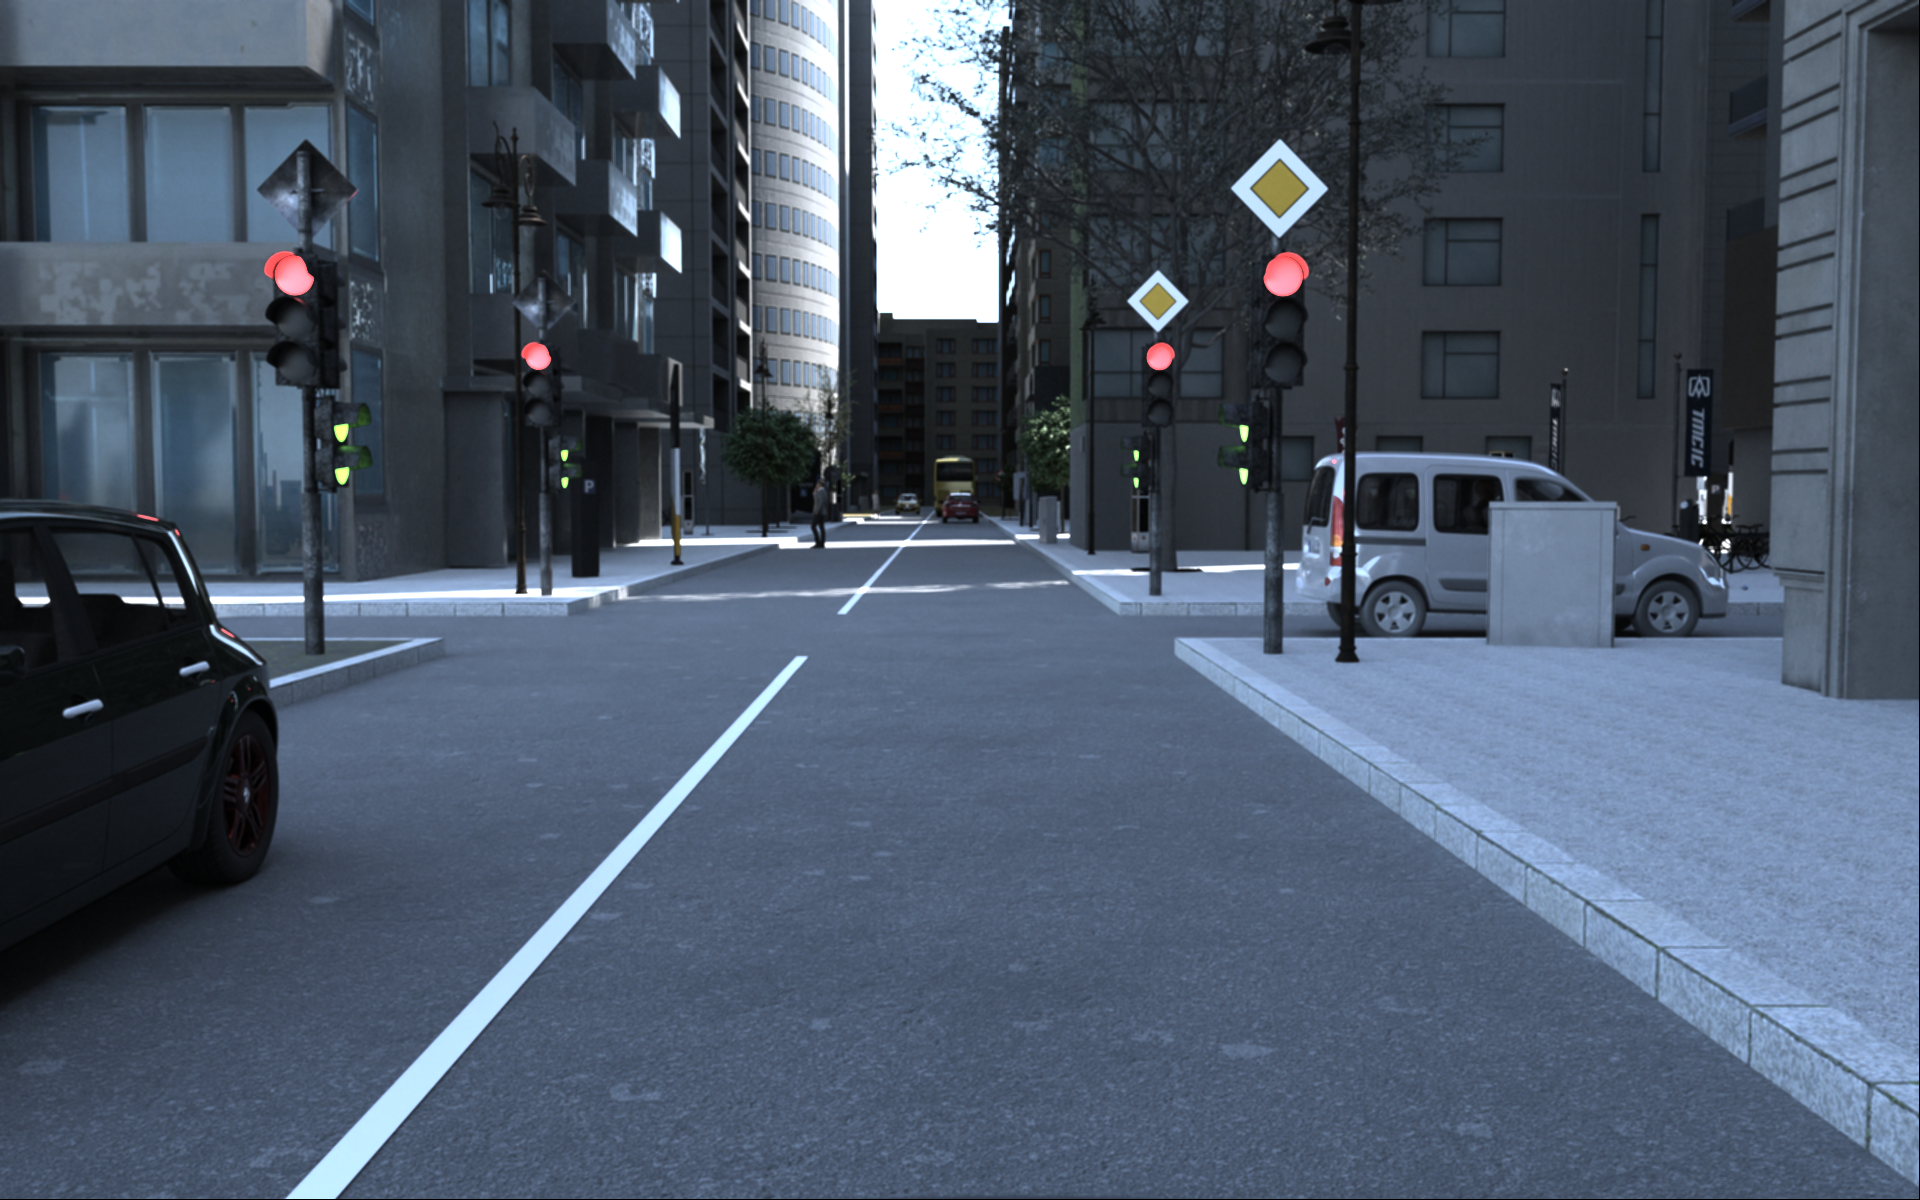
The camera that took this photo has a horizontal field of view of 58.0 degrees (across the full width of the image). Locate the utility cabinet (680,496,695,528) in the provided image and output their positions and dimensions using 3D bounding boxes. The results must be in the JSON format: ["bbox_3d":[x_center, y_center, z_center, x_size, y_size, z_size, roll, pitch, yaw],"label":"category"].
[{"bbox_3d":[-10.400,-3.311,65.295,0.306,1.237,1.020,1,4,23],"label":"utility cabinet"}]

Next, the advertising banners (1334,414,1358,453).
[{"bbox_3d":[9.219,-2.552,37.907,2.074,3.025,0.090,1,4,19],"label":"advertising banners"}]

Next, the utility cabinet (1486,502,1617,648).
[{"bbox_3d":[5.012,-0.215,14.684,1.020,1.237,0.306,1,4,19],"label":"utility cabinet"}]

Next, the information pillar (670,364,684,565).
[{"bbox_3d":[-5.165,-2.451,31.429,0.183,3.616,0.504,-1,4,-19],"label":"information pillar"}]

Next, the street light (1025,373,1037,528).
[{"bbox_3d":[2.707,-5.700,65.982,0.468,5.910,1.993,0,4,0],"label":"street light"}]

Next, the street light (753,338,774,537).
[{"bbox_3d":[-5.826,-4.810,51.426,0.468,5.910,1.993,0,4,0],"label":"street light"}]

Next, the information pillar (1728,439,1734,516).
[{"bbox_3d":[29.590,-4.577,66.195,0.183,3.616,0.504,-1,4,-20],"label":"information pillar"}]

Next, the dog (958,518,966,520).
[{"bbox_3d":[0.130,-4.638,96.030,0.550,0.427,0.748,1,4,9],"label":"dog"}]

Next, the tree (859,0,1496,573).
[{"bbox_3d":[3.498,-7.209,28.243,12.009,13.543,11.850,0,3,0],"label":"tree"}]

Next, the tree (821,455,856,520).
[{"bbox_3d":[-6.247,-5.636,86.745,1.663,3.219,1.824,0,3,0],"label":"tree"}]

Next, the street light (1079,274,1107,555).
[{"bbox_3d":[2.789,-3.900,36.557,0.468,5.910,1.993,0,4,0],"label":"street light"}]

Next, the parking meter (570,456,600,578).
[{"bbox_3d":[-5.781,-1.286,26.738,0.255,1.863,0.399,3,5,43],"label":"parking meter"}]

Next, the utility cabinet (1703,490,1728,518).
[{"bbox_3d":[40.299,-5.119,92.369,0.318,1.500,1.173,-3,4,-38],"label":"utility cabinet"}]

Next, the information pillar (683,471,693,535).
[{"bbox_3d":[-8.620,-3.083,54.905,0.304,2.012,0.304,-1,4,-9],"label":"information pillar"}]

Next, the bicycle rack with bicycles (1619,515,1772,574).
[{"bbox_3d":[13.000,-0.950,28.918,2.925,0.926,2.852,0,4,-5],"label":"bicycle rack with bicycles"}]

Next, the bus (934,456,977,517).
[{"bbox_3d":[-0.298,-7.336,111.494,2.896,3.916,12.252,0,4,0],"label":"bus"}]

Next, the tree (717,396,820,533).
[{"bbox_3d":[-6.485,-4.559,58.254,4.285,4.588,4.351,0,3,0],"label":"tree"}]

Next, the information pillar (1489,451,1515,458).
[{"bbox_3d":[9.291,-1.545,29.752,0.304,2.012,0.304,-2,4,-35],"label":"information pillar"}]

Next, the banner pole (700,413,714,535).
[{"bbox_3d":[-7.964,-3.912,53.985,0.401,3.779,0.863,-2,4,-29],"label":"banner pole"}]

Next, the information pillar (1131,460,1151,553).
[{"bbox_3d":[3.917,-2.022,37.546,0.304,2.012,0.304,-1,4,-23],"label":"information pillar"}]

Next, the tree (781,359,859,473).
[{"bbox_3d":[-7.373,-8.796,94.177,4.360,8.622,3.978,0,3,0],"label":"tree"}]

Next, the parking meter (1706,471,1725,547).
[{"bbox_3d":[18.402,-2.230,42.179,0.399,1.863,0.255,2,4,24],"label":"parking meter"}]

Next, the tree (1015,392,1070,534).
[{"bbox_3d":[3.400,-4.435,56.233,4.285,4.588,4.351,0,3,0],"label":"tree"}]

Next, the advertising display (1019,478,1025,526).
[{"bbox_3d":[2.463,-3.896,68.907,0.123,1.923,0.974,0,4,7],"label":"advertising display"}]

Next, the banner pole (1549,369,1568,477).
[{"bbox_3d":[11.942,-2.727,34.596,0.401,3.779,0.863,3,5,44],"label":"banner pole"}]

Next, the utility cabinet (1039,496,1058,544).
[{"bbox_3d":[2.287,-2.078,45.130,0.306,1.237,1.020,-1,4,-9],"label":"utility cabinet"}]

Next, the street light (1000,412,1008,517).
[{"bbox_3d":[2.435,-7.534,95.975,0.468,5.910,1.993,0,4,0],"label":"street light"}]

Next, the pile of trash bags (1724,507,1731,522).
[{"bbox_3d":[40.941,-4.769,87.720,3.447,1.369,1.912,-1,4,-14],"label":"pile of trash bags"}]

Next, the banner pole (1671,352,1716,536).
[{"bbox_3d":[12.862,-2.481,30.576,0.863,3.779,0.401,0,4,1],"label":"banner pole"}]

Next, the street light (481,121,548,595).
[{"bbox_3d":[-5.614,-3.010,22.001,0.468,5.910,1.993,0,4,0],"label":"street light"}]

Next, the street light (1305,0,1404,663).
[{"bbox_3d":[2.966,-2.465,13.088,0.468,5.910,1.993,0,4,0],"label":"street light"}]

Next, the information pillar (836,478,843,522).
[{"bbox_3d":[-5.591,-4.633,80.248,0.304,2.012,0.304,0,4,-1],"label":"information pillar"}]

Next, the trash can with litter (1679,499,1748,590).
[{"bbox_3d":[9.711,-0.749,23.299,1.678,1.210,2.233,1,4,19],"label":"trash can with litter"}]

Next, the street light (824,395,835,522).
[{"bbox_3d":[-6.077,-6.609,80.850,0.468,5.910,1.993,0,4,0],"label":"street light"}]

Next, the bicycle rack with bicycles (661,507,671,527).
[{"bbox_3d":[-12.395,-3.359,68.303,2.925,0.926,2.852,0,4,-7],"label":"bicycle rack with bicycles"}]
